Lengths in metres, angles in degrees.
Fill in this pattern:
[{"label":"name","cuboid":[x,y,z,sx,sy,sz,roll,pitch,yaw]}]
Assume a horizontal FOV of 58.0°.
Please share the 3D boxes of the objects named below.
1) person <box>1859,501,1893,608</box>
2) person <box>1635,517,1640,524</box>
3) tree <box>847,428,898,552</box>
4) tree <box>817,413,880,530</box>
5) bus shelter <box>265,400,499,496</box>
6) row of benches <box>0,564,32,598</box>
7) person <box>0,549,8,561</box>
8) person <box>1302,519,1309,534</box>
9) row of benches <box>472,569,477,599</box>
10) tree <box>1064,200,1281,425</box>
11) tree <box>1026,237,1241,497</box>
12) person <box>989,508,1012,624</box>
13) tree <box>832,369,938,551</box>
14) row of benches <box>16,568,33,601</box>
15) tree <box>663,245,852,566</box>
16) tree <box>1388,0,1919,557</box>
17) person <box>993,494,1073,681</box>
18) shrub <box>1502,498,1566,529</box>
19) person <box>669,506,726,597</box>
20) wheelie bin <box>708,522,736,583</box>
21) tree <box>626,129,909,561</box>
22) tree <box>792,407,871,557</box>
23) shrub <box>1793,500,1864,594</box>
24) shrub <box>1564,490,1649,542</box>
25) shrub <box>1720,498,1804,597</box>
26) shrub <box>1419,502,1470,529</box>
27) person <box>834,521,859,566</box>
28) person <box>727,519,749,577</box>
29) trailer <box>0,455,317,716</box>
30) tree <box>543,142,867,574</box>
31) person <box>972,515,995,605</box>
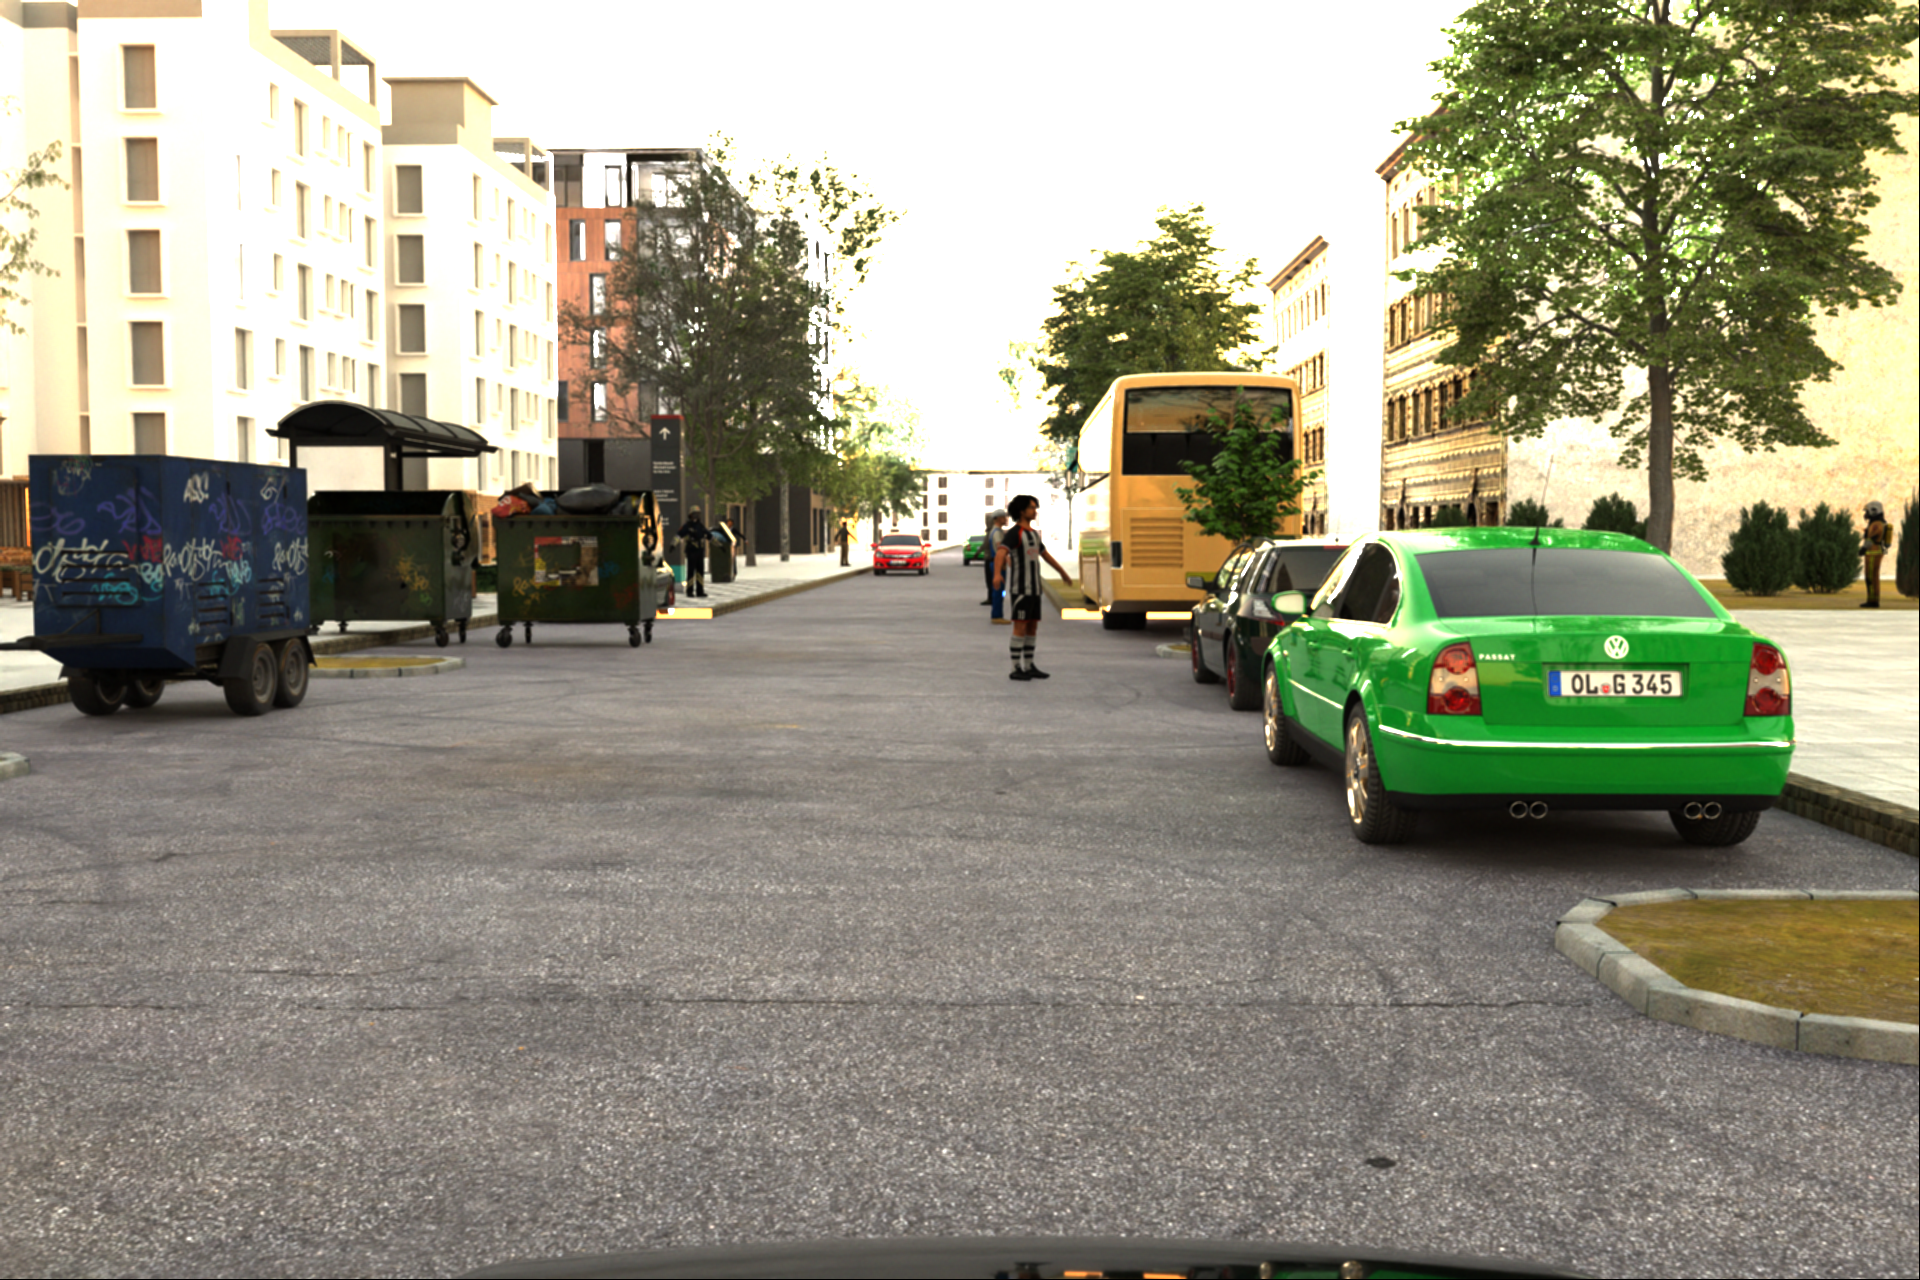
[{"label":"person","cuboid":[15.912,-1.497,30.239,0.705,1.858,1.354,2,4,34]},{"label":"person","cuboid":[19.297,-2.648,49.753,1.216,1.772,0.721,-3,4,-36]},{"label":"tree","cuboid":[-6.428,-10.421,120.753,4.737,8.622,4.395,0,3,0]},{"label":"tree","cuboid":[-6.880,-9.405,104.139,4.360,8.622,3.978,0,3,0]},{"label":"bus shelter","cuboid":[-9.471,-2.146,29.003,2.014,3.302,5.546,0,4,1]},{"label":"row of benches","cuboid":[-19.457,-1.246,35.831,1.422,0.672,4.104,0,4,6]},{"label":"person","cuboid":[-13.097,-0.969,22.598,1.215,1.744,0.721,-3,5,-43]},{"label":"person","cuboid":[9.928,-2.723,50.740,0.704,1.802,1.346,-1,4,-22]},{"label":"row of benches","cuboid":[-11.701,-1.148,34.240,4.104,0.672,1.422,-1,4,-14]},{"label":"tree","cuboid":[7.253,-8.629,59.209,7.486,12.596,7.792,0,3,0]},{"label":"tree","cuboid":[7.760,-10.271,74.592,9.857,13.997,8.962,0,3,0]},{"label":"person","cuboid":[0.647,-1.181,27.617,0.705,1.847,1.347,0,4,-7]},{"label":"tree","cuboid":[-6.560,-13.831,132.796,9.857,13.997,8.962,0,3,0]},{"label":"row of benches","cuboid":[-15.983,-1.108,33.584,4.104,0.672,1.422,-1,4,-9]},{"label":"tree","cuboid":[-8.068,-9.178,68.184,7.486,12.596,7.792,0,3,0]},{"label":"tree","cuboid":[9.438,-6.460,23.751,7.486,12.596,7.792,0,3,0]},{"label":"person","cuboid":[0.667,-0.518,17.078,0.704,1.843,1.345,2,4,35]},{"label":"shrub","cuboid":[11.660,-1.934,35.668,1.661,2.075,1.752,0,3,0]},{"label":"person","cuboid":[-5.386,-1.806,35.313,1.354,1.856,0.705,-3,5,-43]},{"label":"wheelie bin","cuboid":[-6.275,-2.303,45.560,0.693,1.594,0.980,0,4,2]},{"label":"tree","cuboid":[-9.098,-13.816,81.788,12.611,20.169,13.585,0,3,0]},{"label":"tree","cuboid":[-7.218,-8.909,96.019,4.737,8.622,4.395,0,3,0]},{"label":"shrub","cuboid":[18.709,-2.023,37.488,1.690,2.028,1.600,0,3,0]},{"label":"shrub","cuboid":[11.659,-1.653,31.061,1.661,2.075,1.752,0,3,0]},{"label":"shrub","cuboid":[16.595,-1.919,35.802,1.690,2.028,1.600,0,3,0]},{"label":"shrub","cuboid":[11.562,-2.227,40.831,1.690,2.028,1.600,0,3,0]},{"label":"person","cuboid":[-4.606,-3.867,69.497,1.348,1.796,0.705,3,5,42]},{"label":"person","cuboid":[-6.954,-2.785,52.256,1.216,1.740,0.721,0,4,7]},{"label":"trailer","cuboid":[-6.213,-0.379,13.246,1.471,1.999,3.904,0,4,1]},{"label":"tree","cuboid":[-8.096,-8.874,55.454,12.009,13.543,11.850,0,3,0]},{"label":"person","cuboid":[0.607,-1.618,35.045,0.705,1.813,1.348,1,4,23]}]
